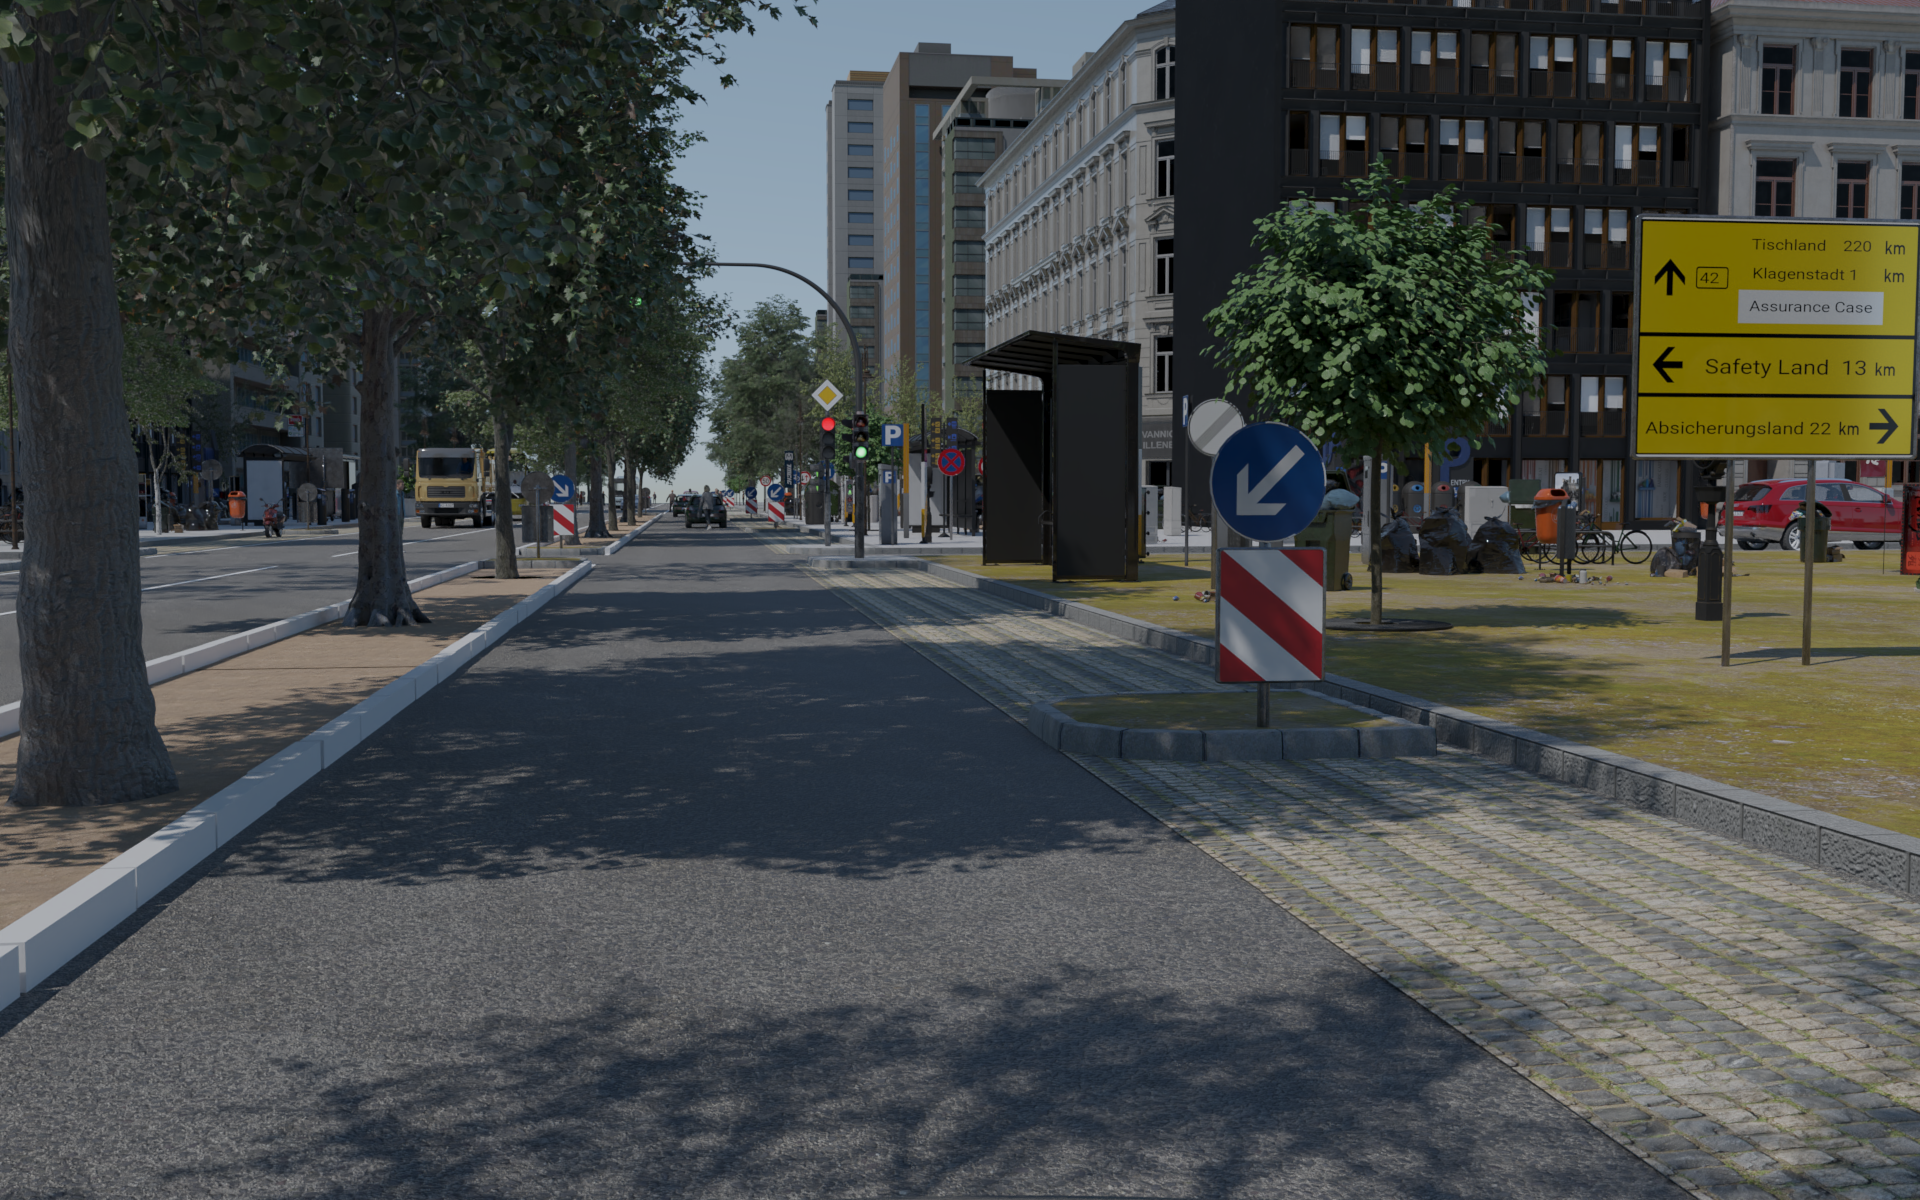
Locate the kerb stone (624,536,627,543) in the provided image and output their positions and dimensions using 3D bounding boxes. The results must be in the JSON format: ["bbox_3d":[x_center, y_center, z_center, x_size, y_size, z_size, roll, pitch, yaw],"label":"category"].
[{"bbox_3d":[-9.680,-1.673,49.602,0.120,0.150,1.000,-1,4,-9],"label":"kerb stone"}]

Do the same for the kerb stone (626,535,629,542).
[{"bbox_3d":[-9.825,-1.737,50.617,0.120,0.150,1.000,-1,4,-9],"label":"kerb stone"}]

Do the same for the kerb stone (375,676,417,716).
[{"bbox_3d":[-3.772,0.654,11.533,0.120,0.150,1.000,-1,4,-9],"label":"kerb stone"}]

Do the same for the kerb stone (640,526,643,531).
[{"bbox_3d":[-12.029,-2.603,64.784,0.120,0.150,1.000,-1,4,-9],"label":"kerb stone"}]

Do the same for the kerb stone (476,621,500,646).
[{"bbox_3d":[-4.552,0.341,16.621,0.120,0.150,1.000,-1,4,-9],"label":"kerb stone"}]

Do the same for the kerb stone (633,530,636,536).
[{"bbox_3d":[-10.771,-2.110,56.691,0.120,0.150,1.000,-1,4,-9],"label":"kerb stone"}]

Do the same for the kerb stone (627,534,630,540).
[{"bbox_3d":[-9.991,-1.801,51.635,0.120,0.150,1.000,-1,4,-9],"label":"kerb stone"}]

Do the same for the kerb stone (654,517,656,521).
[{"bbox_3d":[-15.490,-3.967,87.058,0.120,0.150,1.000,-1,4,-9],"label":"kerb stone"}]

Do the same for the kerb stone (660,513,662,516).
[{"bbox_3d":[-17.998,-4.958,103.265,0.120,0.150,1.000,-1,4,-9],"label":"kerb stone"}]

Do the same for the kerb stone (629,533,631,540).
[{"bbox_3d":[-10.145,-1.861,52.647,0.120,0.150,1.000,-1,4,-9],"label":"kerb stone"}]

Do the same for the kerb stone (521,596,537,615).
[{"bbox_3d":[-5.181,0.093,20.675,0.120,0.150,1.000,-1,4,-9],"label":"kerb stone"}]

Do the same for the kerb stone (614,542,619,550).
[{"bbox_3d":[-8.727,-1.305,43.537,0.120,0.150,1.000,-1,4,-9],"label":"kerb stone"}]

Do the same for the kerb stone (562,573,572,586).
[{"bbox_3d":[-6.126,-0.278,26.746,0.120,0.150,1.000,-1,4,-9],"label":"kerb stone"}]

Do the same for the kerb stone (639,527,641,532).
[{"bbox_3d":[-11.714,-2.480,62.754,0.120,0.150,1.000,-1,4,-9],"label":"kerb stone"}]

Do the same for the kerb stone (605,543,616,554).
[{"bbox_3d":[-8.581,-1.243,42.525,0.120,0.150,1.000,-1,4,-9],"label":"kerb stone"}]

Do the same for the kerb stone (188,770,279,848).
[{"bbox_3d":[-3.136,0.903,7.481,0.120,0.150,1.000,-1,4,-9],"label":"kerb stone"}]

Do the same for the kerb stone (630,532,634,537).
[{"bbox_3d":[-10.460,-1.983,54.671,0.120,0.150,1.000,-1,4,-9],"label":"kerb stone"}]

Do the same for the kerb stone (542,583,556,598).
[{"bbox_3d":[-5.662,-0.093,23.713,0.120,0.150,1.000,-1,4,-9],"label":"kerb stone"}]

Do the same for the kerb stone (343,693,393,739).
[{"bbox_3d":[-3.608,0.716,10.524,0.120,0.150,1.000,-1,4,-9],"label":"kerb stone"}]

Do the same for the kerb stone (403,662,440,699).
[{"bbox_3d":[-3.925,0.590,12.551,0.120,0.150,1.000,-1,4,-9],"label":"kerb stone"}]

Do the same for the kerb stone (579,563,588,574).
[{"bbox_3d":[-6.749,-0.526,30.799,0.120,0.150,1.000,-1,4,-9],"label":"kerb stone"}]

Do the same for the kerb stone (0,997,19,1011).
[{"bbox_3d":[-2.663,1.088,4.432,0.120,0.150,1.000,-1,4,-9],"label":"kerb stone"}]

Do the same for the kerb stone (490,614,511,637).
[{"bbox_3d":[-4.713,0.279,17.635,0.120,0.150,1.000,-1,4,-9],"label":"kerb stone"}]

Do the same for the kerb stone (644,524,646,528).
[{"bbox_3d":[-12.652,-2.844,68.850,0.120,0.150,1.000,-1,4,-9],"label":"kerb stone"}]

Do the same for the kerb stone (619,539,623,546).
[{"bbox_3d":[-9.207,-1.491,46.567,0.120,0.150,1.000,-1,4,-9],"label":"kerb stone"}]

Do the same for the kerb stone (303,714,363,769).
[{"bbox_3d":[-3.449,0.776,9.507,0.120,0.150,1.000,-1,4,-9],"label":"kerb stone"}]

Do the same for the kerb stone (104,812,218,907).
[{"bbox_3d":[-2.980,0.968,6.470,0.120,0.150,1.000,-1,4,-9],"label":"kerb stone"}]

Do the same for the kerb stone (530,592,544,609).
[{"bbox_3d":[-5.339,0.031,21.687,0.120,0.150,1.000,-1,4,-9],"label":"kerb stone"}]

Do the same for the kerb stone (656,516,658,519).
[{"bbox_3d":[-16.116,-4.212,91.115,0.120,0.150,1.000,-1,4,-9],"label":"kerb stone"}]

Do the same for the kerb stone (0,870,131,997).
[{"bbox_3d":[-2.818,1.027,5.455,0.120,0.150,1.000,-1,4,-9],"label":"kerb stone"}]

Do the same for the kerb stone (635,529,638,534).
[{"bbox_3d":[-11.085,-2.233,58.711,0.120,0.150,1.000,-1,4,-9],"label":"kerb stone"}]

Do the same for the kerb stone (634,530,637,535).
[{"bbox_3d":[-10.933,-2.172,57.700,0.120,0.150,1.000,-1,4,-9],"label":"kerb stone"}]

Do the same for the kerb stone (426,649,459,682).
[{"bbox_3d":[-4.076,0.528,13.567,0.120,0.150,1.000,-1,4,-9],"label":"kerb stone"}]

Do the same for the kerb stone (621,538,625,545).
[{"bbox_3d":[-9.359,-1.552,47.578,0.120,0.150,1.000,-1,4,-9],"label":"kerb stone"}]

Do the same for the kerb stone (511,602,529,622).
[{"bbox_3d":[-5.028,0.159,19.662,0.120,0.150,1.000,-1,4,-9],"label":"kerb stone"}]

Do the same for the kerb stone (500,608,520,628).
[{"bbox_3d":[-4.881,0.217,18.647,0.120,0.150,1.000,-1,4,-9],"label":"kerb stone"}]

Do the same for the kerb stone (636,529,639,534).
[{"bbox_3d":[-11.237,-2.295,59.721,0.120,0.150,1.000,-1,4,-9],"label":"kerb stone"}]

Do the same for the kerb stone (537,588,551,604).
[{"bbox_3d":[-5.500,-0.024,22.699,0.120,0.150,1.000,-1,4,-9],"label":"kerb stone"}]

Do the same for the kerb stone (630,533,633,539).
[{"bbox_3d":[-10.296,-1.920,53.659,0.120,0.150,1.000,-1,4,-9],"label":"kerb stone"}]

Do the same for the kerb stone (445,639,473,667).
[{"bbox_3d":[-4.244,0.466,14.581,0.120,0.150,1.000,-1,4,-9],"label":"kerb stone"}]

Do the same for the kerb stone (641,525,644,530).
[{"bbox_3d":[-12.183,-2.663,65.797,0.120,0.150,1.000,-1,4,-9],"label":"kerb stone"}]

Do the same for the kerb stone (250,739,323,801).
[{"bbox_3d":[-3.303,0.838,8.490,0.120,0.150,1.000,-1,4,-9],"label":"kerb stone"}]

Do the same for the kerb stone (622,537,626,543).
[{"bbox_3d":[-9.517,-1.615,48.593,0.120,0.150,1.000,-1,4,-9],"label":"kerb stone"}]

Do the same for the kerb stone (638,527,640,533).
[{"bbox_3d":[-11.558,-2.419,61.740,0.120,0.150,1.000,-1,4,-9],"label":"kerb stone"}]

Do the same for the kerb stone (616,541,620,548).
[{"bbox_3d":[-8.889,-1.367,44.546,0.120,0.150,1.000,-1,4,-9],"label":"kerb stone"}]

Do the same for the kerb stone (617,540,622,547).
[{"bbox_3d":[-9.041,-1.428,45.557,0.120,0.150,1.000,-1,4,-9],"label":"kerb stone"}]

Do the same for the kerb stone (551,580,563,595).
[{"bbox_3d":[-5.806,-0.155,24.725,0.120,0.150,1.000,-1,4,-9],"label":"kerb stone"}]

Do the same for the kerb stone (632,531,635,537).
[{"bbox_3d":[-10.614,-2.048,55.681,0.120,0.150,1.000,-1,4,-9],"label":"kerb stone"}]

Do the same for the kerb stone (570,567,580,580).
[{"bbox_3d":[-6.444,-0.402,28.766,0.120,0.150,1.000,-1,4,-9],"label":"kerb stone"}]

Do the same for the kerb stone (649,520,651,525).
[{"bbox_3d":[-13.910,-3.349,76.947,0.120,0.150,1.000,-1,4,-9],"label":"kerb stone"}]

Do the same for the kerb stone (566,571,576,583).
[{"bbox_3d":[-6.287,-0.332,27.756,0.120,0.150,1.000,-1,4,-9],"label":"kerb stone"}]

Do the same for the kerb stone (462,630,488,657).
[{"bbox_3d":[-4.400,0.406,15.601,0.120,0.150,1.000,-1,4,-9],"label":"kerb stone"}]

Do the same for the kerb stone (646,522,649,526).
[{"bbox_3d":[-13.280,-3.099,72.895,0.120,0.150,1.000,-1,4,-9],"label":"kerb stone"}]

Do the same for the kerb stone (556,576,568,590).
[{"bbox_3d":[-5.968,-0.217,25.736,0.120,0.150,1.000,-1,4,-9],"label":"kerb stone"}]

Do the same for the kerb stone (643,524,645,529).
[{"bbox_3d":[-12.500,-2.788,67.839,0.120,0.150,1.000,-1,4,-9],"label":"kerb stone"}]

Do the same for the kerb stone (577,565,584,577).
[{"bbox_3d":[-6.596,-0.464,29.784,0.120,0.150,1.000,-1,4,-9],"label":"kerb stone"}]

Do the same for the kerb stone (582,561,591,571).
[{"bbox_3d":[-6.917,-0.584,31.807,0.120,0.150,1.000,-1,4,-9],"label":"kerb stone"}]
